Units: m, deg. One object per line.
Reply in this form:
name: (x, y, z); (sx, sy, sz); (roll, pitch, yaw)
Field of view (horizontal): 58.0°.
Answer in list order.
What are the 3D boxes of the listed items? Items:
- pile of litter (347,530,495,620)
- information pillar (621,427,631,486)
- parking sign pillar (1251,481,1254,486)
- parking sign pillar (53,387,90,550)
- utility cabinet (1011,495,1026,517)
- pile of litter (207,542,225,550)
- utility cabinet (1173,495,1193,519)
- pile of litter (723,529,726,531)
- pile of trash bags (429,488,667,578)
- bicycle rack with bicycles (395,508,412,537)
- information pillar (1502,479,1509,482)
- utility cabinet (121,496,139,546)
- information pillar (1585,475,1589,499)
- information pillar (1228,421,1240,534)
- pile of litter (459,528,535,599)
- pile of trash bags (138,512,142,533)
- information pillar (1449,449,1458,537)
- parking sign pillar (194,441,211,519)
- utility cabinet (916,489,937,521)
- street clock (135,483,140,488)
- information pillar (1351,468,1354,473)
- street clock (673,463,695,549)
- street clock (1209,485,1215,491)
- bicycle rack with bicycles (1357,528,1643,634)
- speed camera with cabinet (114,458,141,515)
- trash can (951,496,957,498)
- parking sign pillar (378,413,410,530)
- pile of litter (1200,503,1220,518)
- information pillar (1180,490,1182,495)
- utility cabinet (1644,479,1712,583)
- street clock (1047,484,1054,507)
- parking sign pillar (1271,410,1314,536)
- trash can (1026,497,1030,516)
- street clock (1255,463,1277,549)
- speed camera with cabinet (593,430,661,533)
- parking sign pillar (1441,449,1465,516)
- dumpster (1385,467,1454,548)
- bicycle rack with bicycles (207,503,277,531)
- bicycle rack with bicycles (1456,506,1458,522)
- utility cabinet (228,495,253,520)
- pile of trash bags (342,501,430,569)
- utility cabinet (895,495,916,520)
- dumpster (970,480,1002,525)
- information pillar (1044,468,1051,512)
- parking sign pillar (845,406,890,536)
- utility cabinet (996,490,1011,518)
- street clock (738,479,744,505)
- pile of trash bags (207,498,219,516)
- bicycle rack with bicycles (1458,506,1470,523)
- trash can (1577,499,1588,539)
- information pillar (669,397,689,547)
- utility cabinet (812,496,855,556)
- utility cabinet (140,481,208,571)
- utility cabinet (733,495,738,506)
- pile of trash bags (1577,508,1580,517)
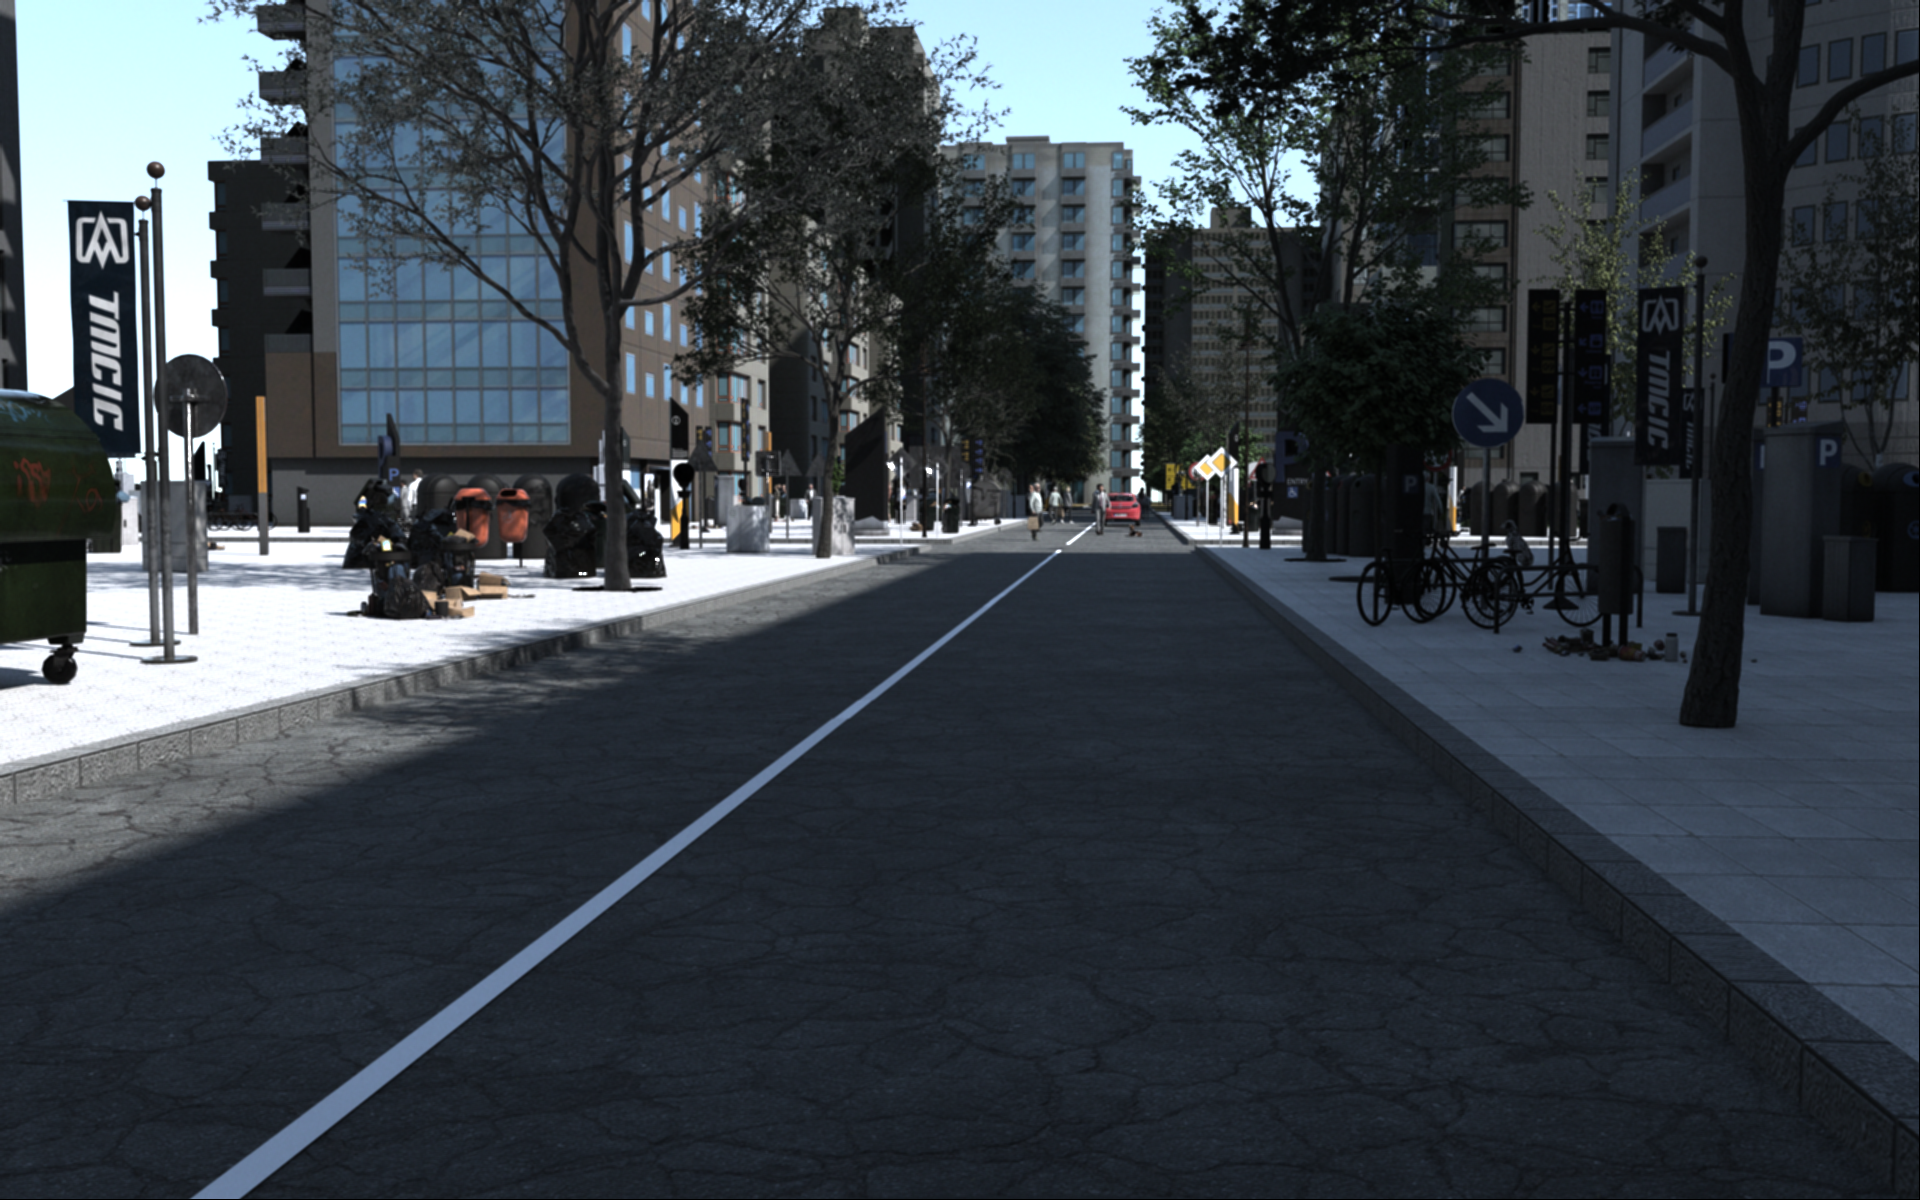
pile of litter: (-5.818, -0.264, 18.286); (1.176, 0.858, 1.719); (-2, 4, -34)
information pillar: (-11.672, -4.225, 60.428); (0.183, 3.616, 0.504); (1, 4, 23)
parking sign pillar: (17.041, -6.922, 101.652); (1.447, 3.967, 1.447); (-2, 4, -29)
parking sign pillar: (-20.816, -3.153, 40.029); (1.447, 3.967, 1.447); (-2, 4, -28)
utility cabinet: (3.170, -5.259, 97.141); (1.020, 1.237, 0.306); (-2, 4, -27)
pile of litter: (-17.671, -1.580, 39.793); (1.719, 0.858, 1.176); (2, 4, 34)
utility cabinet: (11.355, -4.709, 88.151); (1.020, 1.237, 0.306); (-2, 4, -26)
pile of litter: (-7.547, -2.890, 61.213); (1.719, 0.858, 1.176); (0, 4, -7)
pile of trash bags: (-6.241, -1.063, 27.127); (3.447, 1.369, 1.912); (0, 4, 2)
bicycle rack with bicycles: (-13.674, -1.838, 43.439); (2.925, 0.926, 2.852); (-2, 4, -28)
information pillar: (27.057, -4.982, 85.954); (0.304, 2.012, 0.304); (2, 4, 31)
utility cabinet: (-20.904, -1.938, 42.848); (1.020, 1.237, 0.306); (-3, 5, -42)
information pillar: (21.601, -4.152, 59.247); (0.183, 3.616, 0.504); (-2, 4, -26)
information pillar: (8.752, -3.915, 55.362); (0.183, 3.616, 0.504); (3, 5, 42)
pile of litter: (-6.037, -0.443, 21.208); (1.719, 0.858, 1.176); (-1, 4, -15)
pile of trash bags: (-27.897, -2.839, 56.164); (1.912, 1.369, 3.447); (0, 4, -3)
information pillar: (14.850, -3.717, 52.127); (0.183, 3.616, 0.504); (0, 4, 0)
parking sign pillar: (-38.556, -6.055, 87.473); (1.447, 3.967, 1.447); (0, 4, -1)
utility cabinet: (-1.563, -4.542, 82.946); (0.318, 1.500, 1.173); (3, 5, 45)
street clock: (-56.226, -6.959, 118.344); (0.471, 2.002, 0.358); (1, 4, 14)
information pillar: (19.167, -5.664, 83.963); (0.183, 3.616, 0.504); (-3, 4, -37)
street clock: (-6.412, -2.183, 40.270); (0.471, 2.002, 0.358); (-1, 4, -20)
street clock: (16.852, -6.818, 116.046); (0.471, 2.002, 0.358); (-1, 4, -18)
bicycle rack with bicycles: (5.172, -0.229, 17.128); (2.925, 0.926, 2.852); (-1, 4, -23)
speed camera with cabinet: (-34.918, -4.824, 73.200); (2.038, 3.252, 0.660); (2, 4, 34)
trash can: (-0.191, -5.672, 104.398); (0.748, 1.137, 0.748); (0, 3, 0)
parking sign pillar: (-18.881, -4.213, 57.354); (1.447, 3.967, 1.447); (-2, 4, -30)
pile of litter: (13.732, -4.872, 93.630); (1.719, 0.858, 1.176); (-1, 4, -15)
information pillar: (14.698, -6.830, 116.156); (0.304, 2.012, 0.304); (3, 5, 43)
utility cabinet: (10.490, -1.012, 25.222); (0.318, 1.500, 1.173); (-1, 4, -17)
street clock: (6.418, -7.243, 122.993); (0.358, 2.002, 0.471); (-2, 4, -32)
parking sign pillar: (10.412, -3.994, 53.771); (1.447, 3.967, 1.447); (2, 4, 34)
trash can: (4.064, -5.519, 101.881); (0.748, 1.137, 0.748); (0, 3, 0)
street clock: (7.119, -2.189, 40.358); (0.471, 2.002, 0.358); (-2, 4, -32)
speed camera with cabinet: (-10.445, -3.665, 54.262); (2.038, 3.252, 0.660); (-1, 4, -12)
parking sign pillar: (29.295, -7.007, 103.044); (1.447, 3.967, 1.447); (1, 4, 10)
dumpster: (11.005, -2.405, 41.808); (1.502, 2.255, 1.985); (0, 4, 6)
bicycle rack with bicycles: (-25.698, -2.906, 60.894); (2.925, 0.926, 2.852); (-1, 4, -16)
bicycle rack with bicycles: (16.275, -3.104, 64.137); (2.925, 0.926, 2.852); (-3, 5, -40)
utility cabinet: (-34.128, -4.343, 82.170); (1.020, 1.237, 0.306); (-1, 4, -8)
pile of trash bags: (-9.078, -1.254, 30.254); (3.447, 1.369, 1.912); (1, 4, 13)
utility cabinet: (-2.710, -4.618, 86.662); (1.020, 1.237, 0.306); (1, 4, 18)
dumpster: (1.074, -4.090, 72.631); (1.264, 1.857, 1.865); (0, 4, 6)
information pillar: (6.298, -8.095, 123.710); (0.504, 3.616, 0.183); (-2, 4, -33)
parking sign pillar: (-2.893, -3.987, 53.667); (1.447, 3.967, 1.447); (1, 4, 18)
utility cabinet: (2.173, -5.171, 93.218); (1.173, 1.500, 0.318); (2, 4, 35)
street clock: (-10.208, -4.703, 81.467); (0.358, 2.002, 0.471); (-2, 4, -34)
pile of trash bags: (-42.523, -5.476, 99.281); (1.912, 1.369, 3.447); (1, 4, 10)
bicycle rack with bicycles: (22.152, -3.885, 76.907); (2.925, 0.926, 2.852); (-2, 4, -31)
trash can: (18.179, -2.342, 49.942); (0.748, 1.137, 0.748); (0, 3, 0)
information pillar: (-6.806, -3.094, 41.936); (0.504, 3.616, 0.183); (-3, 4, -37)
utility cabinet: (-2.651, -1.544, 36.401); (0.306, 1.237, 1.020); (3, 5, 39)
utility cabinet: (-12.942, -1.215, 28.545); (1.173, 1.500, 0.318); (2, 4, 24)
utility cabinet: (-11.524, -4.651, 87.208); (0.306, 1.237, 1.020); (1, 4, 20)
pile of trash bags: (32.866, -5.103, 93.193); (3.447, 1.369, 1.912); (1, 4, 10)
